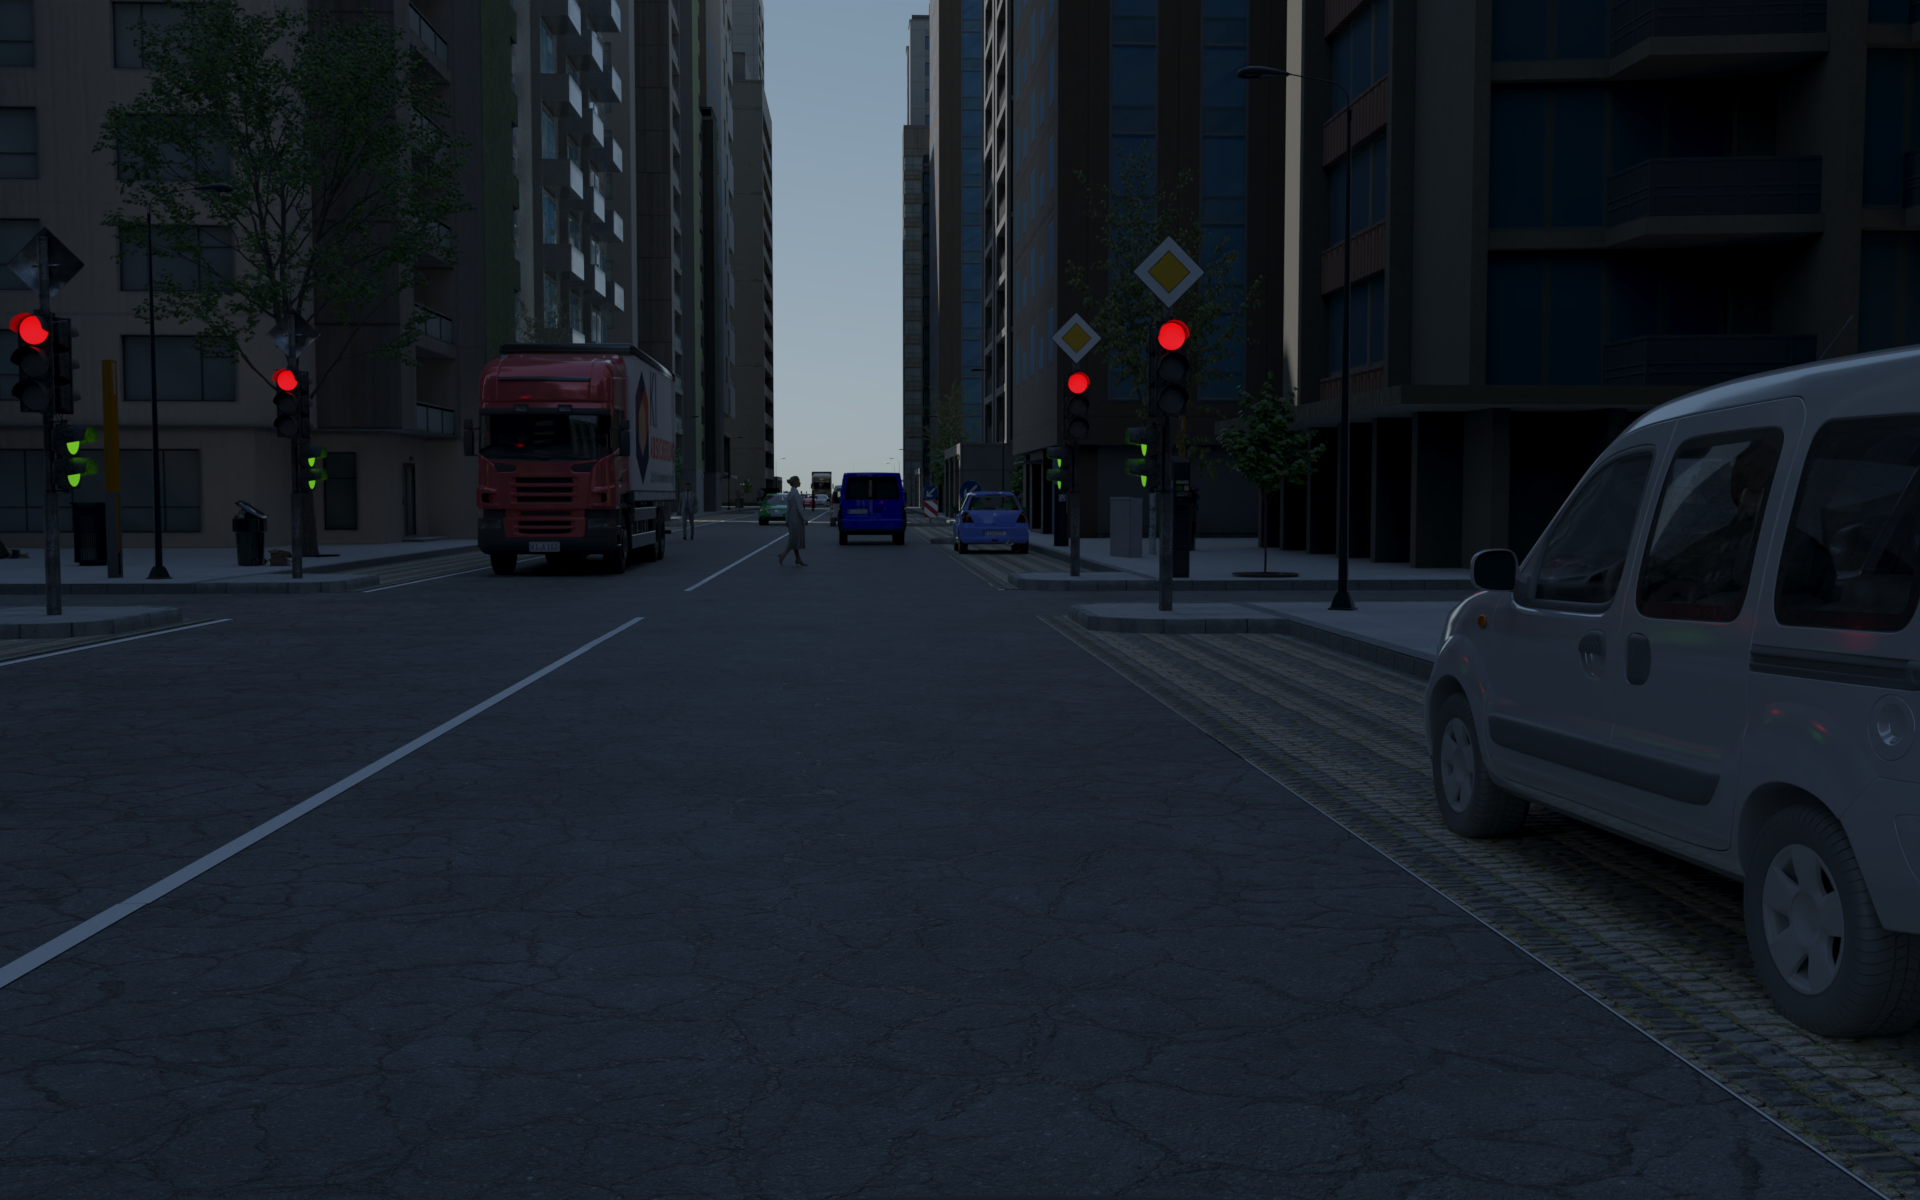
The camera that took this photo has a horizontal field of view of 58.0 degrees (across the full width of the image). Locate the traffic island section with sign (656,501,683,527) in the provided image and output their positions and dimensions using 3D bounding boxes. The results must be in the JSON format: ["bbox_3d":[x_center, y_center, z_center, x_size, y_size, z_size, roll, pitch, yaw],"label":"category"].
[{"bbox_3d":[-13.032,-4.127,76.098,1.989,1.847,2.006,0,4,-3],"label":"traffic island section with sign"}]

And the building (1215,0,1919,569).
[{"bbox_3d":[20.732,-23.423,37.598,28.867,44.769,22.147,0,4,-3],"label":"building"}]

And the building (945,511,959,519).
[{"bbox_3d":[9.921,-39.612,85.906,20.563,71.187,20.611,0,4,-3],"label":"building"}]

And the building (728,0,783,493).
[{"bbox_3d":[-35.817,-49.366,245.383,20.563,71.187,20.611,0,4,-3],"label":"building"}]

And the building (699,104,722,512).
[{"bbox_3d":[-24.696,-21.498,123.193,14.160,30.474,14.107,0,4,-3],"label":"building"}]

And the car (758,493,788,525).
[{"bbox_3d":[-8.392,-4.404,80.801,1.959,1.807,4.718,0,4,-2],"label":"car"}]

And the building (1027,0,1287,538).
[{"bbox_3d":[9.248,-24.818,55.889,14.600,45.320,14.200,0,4,-3],"label":"building"}]

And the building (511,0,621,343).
[{"bbox_3d":[-27.681,-28.059,78.380,23.786,49.044,30.456,0,4,-3],"label":"building"}]

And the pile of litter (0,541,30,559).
[{"bbox_3d":[-19.420,-1.259,34.554,1.719,0.858,1.176,2,4,24],"label":"pile of litter"}]

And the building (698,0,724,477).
[{"bbox_3d":[-26.351,-29.802,137.373,14.600,45.320,14.200,0,4,-3],"label":"building"}]

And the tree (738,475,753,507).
[{"bbox_3d":[-21.963,-11.174,177.297,1.663,3.219,1.824,0,3,0],"label":"tree"}]

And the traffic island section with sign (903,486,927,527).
[{"bbox_3d":[-1.434,-4.170,76.805,1.989,1.847,2.006,0,4,-3],"label":"traffic island section with sign"}]

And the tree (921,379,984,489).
[{"bbox_3d":[-0.668,-9.859,111.554,4.737,8.622,4.395,0,3,0],"label":"tree"}]

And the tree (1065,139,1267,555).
[{"bbox_3d":[4.108,-5.249,36.181,4.737,8.622,4.395,0,3,0],"label":"tree"}]

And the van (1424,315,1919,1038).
[{"bbox_3d":[2.957,0.063,5.974,2.013,2.044,4.112,0,4,-4],"label":"van"}]

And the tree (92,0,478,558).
[{"bbox_3d":[-13.467,-6.686,35.077,9.928,11.665,9.643,0,3,0],"label":"tree"}]

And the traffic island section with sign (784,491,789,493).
[{"bbox_3d":[-20.824,-12.229,208.563,1.989,1.847,2.006,0,4,-3],"label":"traffic island section with sign"}]

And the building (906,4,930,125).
[{"bbox_3d":[3.879,-41.260,216.595,21.231,58.520,28.212,0,4,-3],"label":"building"}]

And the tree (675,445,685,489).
[{"bbox_3d":[-17.261,-7.041,98.827,4.285,4.588,4.351,0,3,0],"label":"tree"}]

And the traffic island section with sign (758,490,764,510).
[{"bbox_3d":[-17.534,-8.812,152.703,1.989,1.847,2.006,0,4,-3],"label":"traffic island section with sign"}]

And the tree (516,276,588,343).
[{"bbox_3d":[-14.379,-6.639,58.916,4.360,8.622,3.978,0,3,0],"label":"tree"}]

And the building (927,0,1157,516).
[{"bbox_3d":[5.084,-28.813,121.204,14.600,45.320,14.200,0,4,-3],"label":"building"}]

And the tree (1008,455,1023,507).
[{"bbox_3d":[2.429,-4.545,68.906,1.663,3.219,1.824,0,3,0],"label":"tree"}]

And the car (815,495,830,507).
[{"bbox_3d":[-15.718,-11.203,195.528,2.083,1.381,4.827,0,4,-1],"label":"car"}]

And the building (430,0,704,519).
[{"bbox_3d":[-23.879,-25.972,108.233,14.154,41.232,14.086,0,4,-3],"label":"building"}]

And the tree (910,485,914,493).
[{"bbox_3d":[-4.583,-11.770,187.041,1.663,3.219,1.824,0,3,0],"label":"tree"}]

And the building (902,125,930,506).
[{"bbox_3d":[0.497,-31.298,195.315,14.154,41.232,14.086,0,4,-3],"label":"building"}]

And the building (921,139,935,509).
[{"bbox_3d":[3.564,-23.169,150.507,14.160,30.474,14.107,0,4,-3],"label":"building"}]

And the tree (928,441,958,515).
[{"bbox_3d":[-0.337,-7.479,105.990,4.285,4.588,4.351,0,3,0],"label":"tree"}]

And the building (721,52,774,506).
[{"bbox_3d":[-32.158,-34.891,194.165,21.300,48.544,21.600,0,4,-3],"label":"building"}]

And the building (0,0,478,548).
[{"bbox_3d":[-20.237,-22.149,45.731,14.154,41.232,14.086,0,4,-3],"label":"building"}]

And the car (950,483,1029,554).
[{"bbox_3d":[0.729,-2.006,42.396,1.945,1.707,3.694,0,4,-3],"label":"car"}]

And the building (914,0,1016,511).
[{"bbox_3d":[6.091,-44.558,166.769,20.563,71.187,20.611,0,4,-3],"label":"building"}]

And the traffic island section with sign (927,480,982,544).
[{"bbox_3d":[0.152,-2.524,49.896,1.989,1.847,2.006,0,4,-3],"label":"traffic island section with sign"}]

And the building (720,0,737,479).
[{"bbox_3d":[-34.882,-34.790,158.056,28.713,52.752,27.495,0,4,-3],"label":"building"}]

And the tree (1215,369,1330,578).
[{"bbox_3d":[4.891,-1.974,26.879,1.663,3.219,1.824,0,3,0],"label":"tree"}]

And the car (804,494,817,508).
[{"bbox_3d":[-15.469,-10.125,174.591,2.155,1.783,4.494,0,4,-5],"label":"car"}]

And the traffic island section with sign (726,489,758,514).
[{"bbox_3d":[-15.951,-7.166,125.794,1.989,1.847,2.006,0,4,-3],"label":"traffic island section with sign"}]
